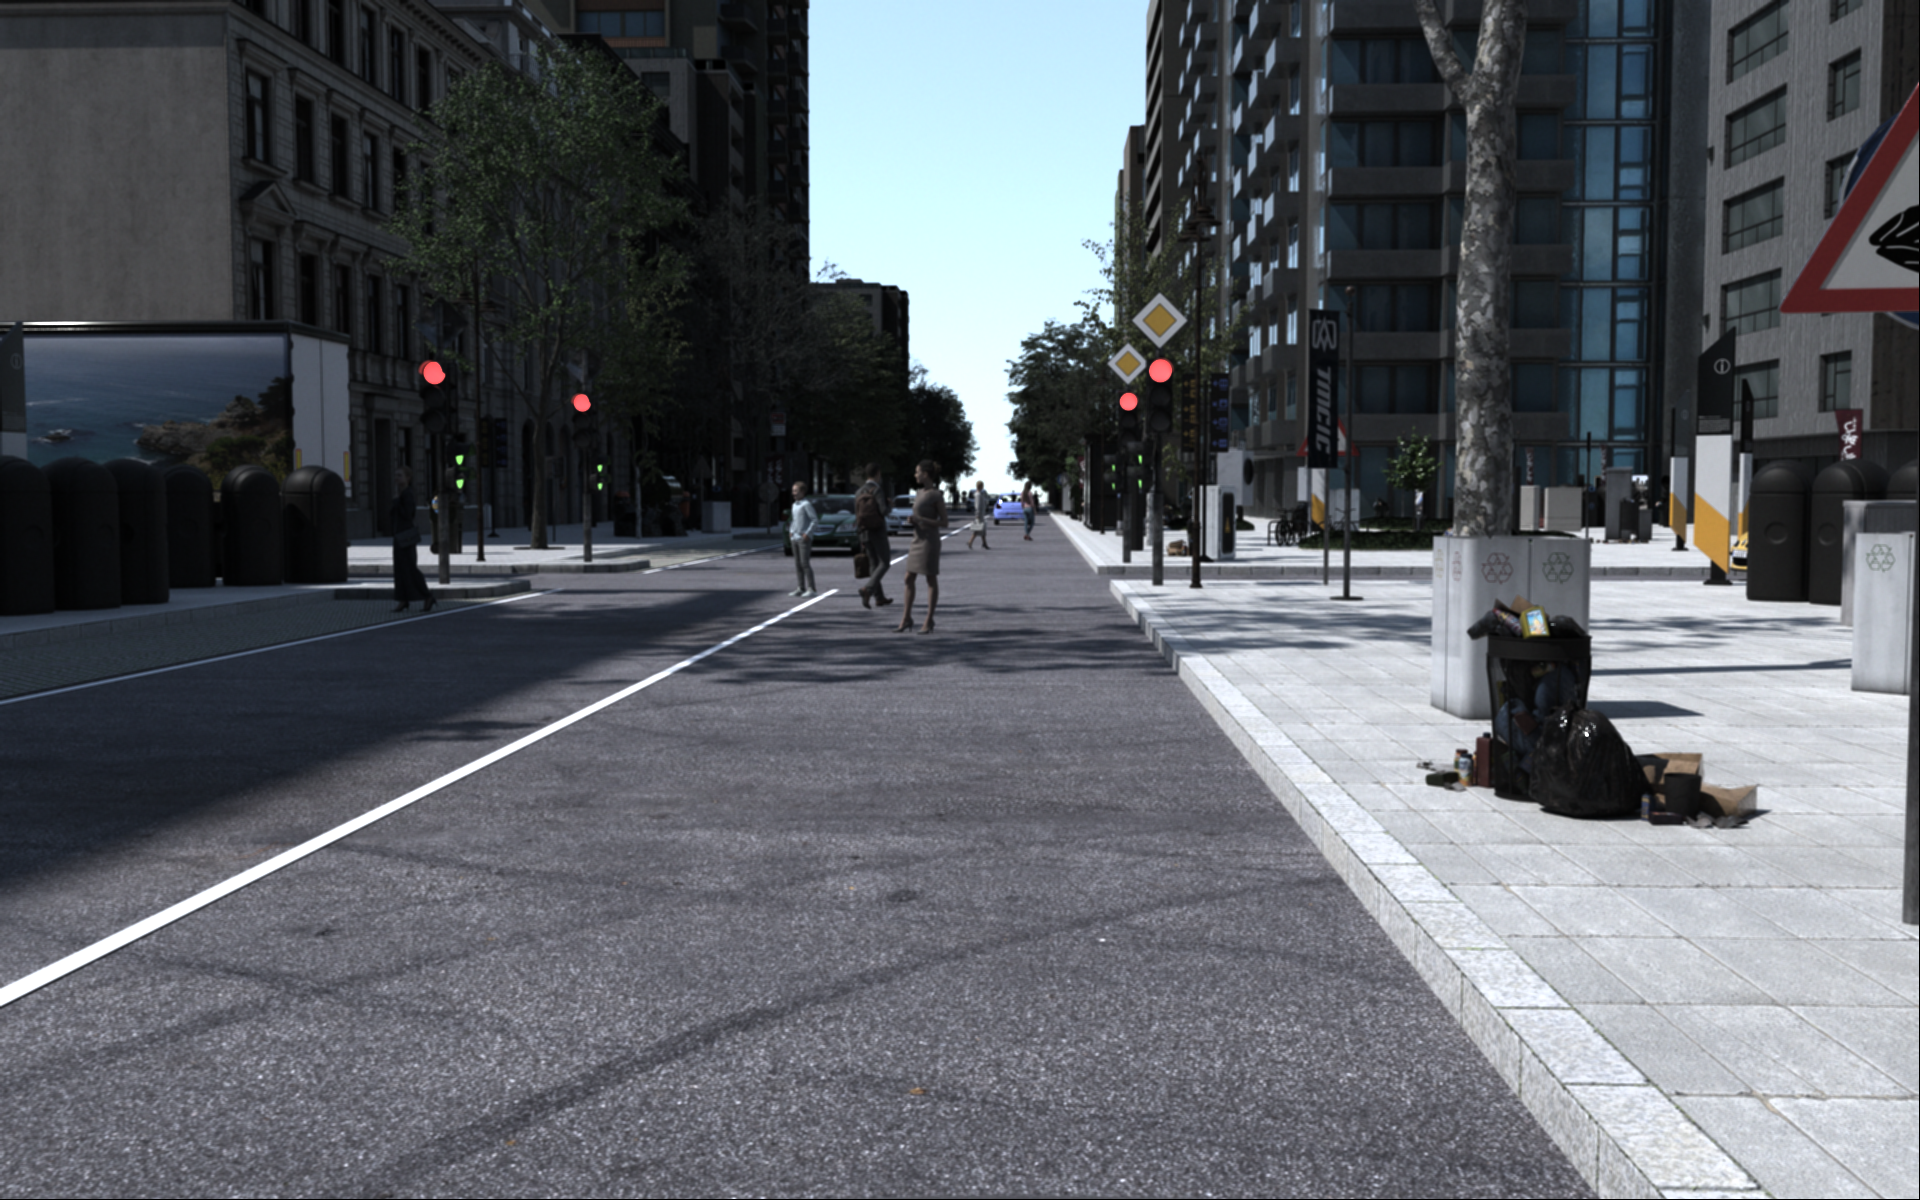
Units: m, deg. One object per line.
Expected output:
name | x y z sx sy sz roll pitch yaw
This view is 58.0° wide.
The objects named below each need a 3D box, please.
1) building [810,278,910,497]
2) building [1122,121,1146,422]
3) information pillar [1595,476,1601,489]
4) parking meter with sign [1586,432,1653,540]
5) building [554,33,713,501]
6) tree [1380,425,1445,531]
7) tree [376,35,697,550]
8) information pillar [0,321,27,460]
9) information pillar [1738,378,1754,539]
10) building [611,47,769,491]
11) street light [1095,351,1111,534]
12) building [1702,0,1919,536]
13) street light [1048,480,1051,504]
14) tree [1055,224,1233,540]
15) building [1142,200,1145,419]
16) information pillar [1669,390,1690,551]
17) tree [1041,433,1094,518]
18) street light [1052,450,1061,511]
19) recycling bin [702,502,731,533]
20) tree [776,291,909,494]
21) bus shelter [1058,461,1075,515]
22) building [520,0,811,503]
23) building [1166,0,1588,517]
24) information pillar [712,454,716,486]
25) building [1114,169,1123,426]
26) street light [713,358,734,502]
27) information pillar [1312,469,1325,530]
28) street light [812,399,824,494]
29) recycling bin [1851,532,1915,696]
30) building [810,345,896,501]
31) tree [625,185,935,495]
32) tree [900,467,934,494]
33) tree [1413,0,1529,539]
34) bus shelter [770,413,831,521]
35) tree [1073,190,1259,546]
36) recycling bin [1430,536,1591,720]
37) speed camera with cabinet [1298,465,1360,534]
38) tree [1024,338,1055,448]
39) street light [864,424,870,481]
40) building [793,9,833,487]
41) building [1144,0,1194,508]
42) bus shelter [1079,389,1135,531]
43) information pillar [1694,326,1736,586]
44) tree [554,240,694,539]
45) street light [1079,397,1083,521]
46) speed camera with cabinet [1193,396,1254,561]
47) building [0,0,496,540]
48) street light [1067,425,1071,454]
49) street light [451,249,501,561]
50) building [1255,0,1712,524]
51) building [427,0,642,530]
building | -14.390 -28.434 236.589 14.160 30.474 14.107 0 4 2
building | 26.611 -33.995 205.934 14.600 45.320 14.200 0 4 2
information pillar | 26.253 -4.078 71.169 0.304 2.012 0.304 2 4 31
parking meter with sign | 18.365 -3.178 48.220 1.738 3.016 0.543 1 4 22
building | -20.762 -16.035 91.850 12.332 23.373 15.834 0 4 2
tree | 12.817 -3.320 48.876 1.663 3.219 1.824 0 3 0
tree | -9.619 -6.976 39.816 9.928 11.665 9.643 0 3 0
information pillar | -12.748 -1.955 23.314 0.183 3.616 0.504 1 4 10
information pillar | 15.973 -2.683 35.215 0.183 3.616 0.504 3 5 43
building | -20.906 -21.053 115.917 14.160 30.474 14.107 0 4 2
street light | 4.577 -5.053 55.410 0.468 5.910 1.993 0 4 2
building | 29.608 -16.781 46.067 14.107 30.474 14.160 0 4 2
street light | 9.845 -12.865 183.135 0.468 5.910 1.993 0 4 2
tree | 5.439 -5.989 48.283 4.360 8.622 3.978 0 3 0
building | 24.581 -24.213 167.580 14.160 30.474 14.107 0 4 2
information pillar | 16.239 -2.919 39.080 0.504 3.616 0.183 -2 4 -28
tree | 7.149 -6.733 93.791 4.285 4.588 4.351 0 3 0
street light | 8.748 -11.278 157.182 0.468 5.910 1.993 0 4 2
recycling bin | -8.000 -2.710 56.854 0.722 1.027 0.722 -3 5 -41
tree | -6.764 -10.974 97.554 7.486 12.596 7.792 0 3 0
bus shelter | 6.749 -6.570 101.345 2.014 3.302 5.546 0 4 2
building | -23.822 -29.507 137.069 22.147 44.769 28.867 0 4 2
building | 27.345 -30.787 122.984 23.786 49.044 30.456 0 4 2
information pillar | -14.443 -6.750 101.717 0.183 3.616 0.504 -2 4 -33
building | 26.846 -32.821 220.224 14.154 41.232 14.086 0 4 2
street light | -8.015 -5.268 58.927 0.468 5.910 1.993 0 4 2
information pillar | 10.216 -3.525 48.983 0.504 3.616 0.183 1 4 19
street light | -6.902 -6.829 84.449 0.468 5.910 1.993 0 4 2
recycling bin | 6.304 0.081 11.232 0.722 1.027 0.722 -3 5 -40
building | -22.959 -22.643 215.254 27.650 21.520 28.899 0 4 2
tree | -8.368 -9.708 69.089 12.009 13.543 11.850 0 3 0
tree | -4.149 -11.041 164.234 4.285 4.588 4.351 0 3 0
tree | 4.613 -9.594 12.746 12.611 20.169 13.585 0 3 0
bus shelter | -8.128 -6.748 87.969 2.179 5.291 8.768 0 4 3
tree | 4.917 -5.643 42.631 4.737 8.622 4.395 0 3 0
recycling bin | 3.215 0.147 10.158 0.722 1.027 0.722 0 4 -1
speed camera with cabinet | 11.946 -3.777 56.093 2.038 3.252 0.660 -1 4 -22
tree | 5.013 -7.475 72.573 4.360 8.622 3.978 0 3 0
street light | -5.844 -8.356 109.413 0.468 5.910 1.993 0 4 2
building | -22.588 -44.200 160.926 20.563 71.187 20.611 0 4 2
building | 27.258 -32.129 149.005 21.300 48.544 21.600 0 4 2
bus shelter | 5.523 -5.287 64.077 2.179 5.291 8.768 0 4 2
information pillar | 10.628 -2.020 24.374 0.504 3.616 0.183 3 5 39
tree | -9.414 -6.062 49.482 4.737 8.622 4.395 0 3 0
street light | 5.655 -6.629 81.166 0.468 5.910 1.993 0 4 2
speed camera with cabinet | 5.213 -2.435 34.156 0.660 3.252 2.038 2 4 28
building | -21.605 -11.365 50.441 10.561 19.102 19.286 0 4 2
street light | 6.664 -8.191 106.712 0.468 5.910 1.993 0 4 2
street light | -9.157 -3.678 32.928 0.468 5.910 1.993 0 4 2
building | 25.811 -28.555 86.477 23.786 49.044 30.456 0 4 2
building | -22.312 -14.082 72.035 13.314 21.916 24.055 0 4 2
